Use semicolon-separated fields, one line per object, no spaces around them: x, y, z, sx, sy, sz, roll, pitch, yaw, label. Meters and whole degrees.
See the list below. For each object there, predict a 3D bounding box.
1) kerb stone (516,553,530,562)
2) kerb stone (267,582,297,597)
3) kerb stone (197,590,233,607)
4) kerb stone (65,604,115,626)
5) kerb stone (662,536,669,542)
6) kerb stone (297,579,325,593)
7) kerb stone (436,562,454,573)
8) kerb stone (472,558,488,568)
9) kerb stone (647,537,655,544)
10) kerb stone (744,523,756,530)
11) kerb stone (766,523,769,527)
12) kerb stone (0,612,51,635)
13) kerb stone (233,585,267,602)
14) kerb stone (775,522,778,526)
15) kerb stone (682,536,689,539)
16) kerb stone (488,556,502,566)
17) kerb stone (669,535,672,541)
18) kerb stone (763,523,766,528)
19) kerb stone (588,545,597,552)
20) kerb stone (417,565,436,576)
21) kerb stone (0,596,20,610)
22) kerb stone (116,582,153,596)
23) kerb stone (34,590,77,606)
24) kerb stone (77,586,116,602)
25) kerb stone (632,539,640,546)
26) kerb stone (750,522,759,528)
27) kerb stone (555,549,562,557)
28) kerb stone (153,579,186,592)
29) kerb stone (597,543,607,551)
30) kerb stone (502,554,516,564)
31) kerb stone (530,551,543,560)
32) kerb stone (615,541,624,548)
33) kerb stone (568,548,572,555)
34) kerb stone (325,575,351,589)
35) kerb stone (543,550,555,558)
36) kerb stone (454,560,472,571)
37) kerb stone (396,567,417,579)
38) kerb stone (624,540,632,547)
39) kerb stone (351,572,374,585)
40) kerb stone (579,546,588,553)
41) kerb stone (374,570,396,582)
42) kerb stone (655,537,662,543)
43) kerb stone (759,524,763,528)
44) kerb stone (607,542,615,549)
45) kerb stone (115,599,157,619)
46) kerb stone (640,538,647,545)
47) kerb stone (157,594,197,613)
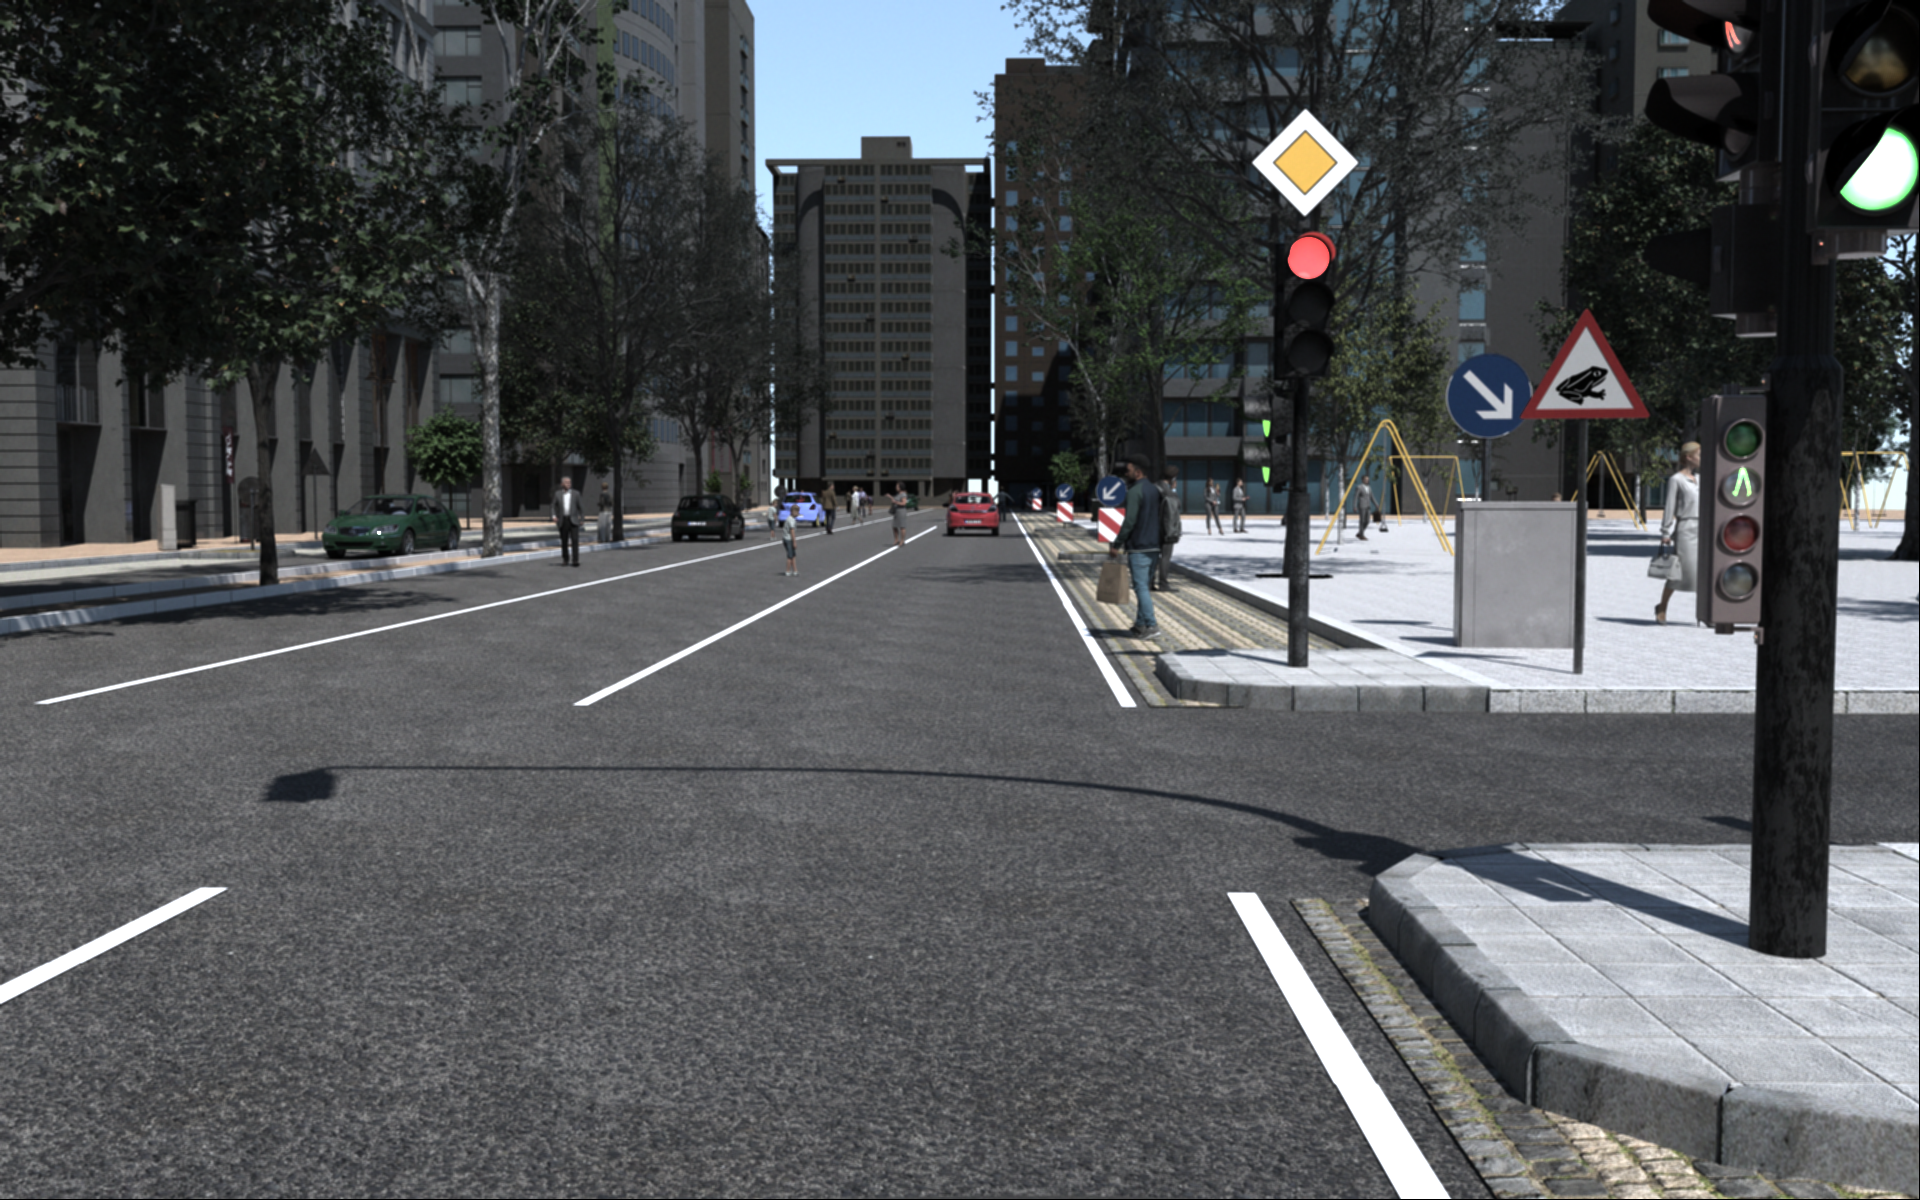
-9.380;-0.891;36.760;0.120;0.150;1.000;0;4;1;kerb stone
-9.670;-0.139;24.462;0.120;0.150;1.000;0;4;1;kerb stone
-9.721;-0.013;22.412;0.120;0.150;1.000;0;4;1;kerb stone
-9.788;0.174;19.344;0.120;0.150;1.000;0;4;1;kerb stone
-9.009;-1.825;52.143;0.120;0.150;1.000;0;4;1;kerb stone
-9.643;-0.202;25.494;0.120;0.150;1.000;0;4;1;kerb stone
-9.503;-0.573;31.637;0.120;0.150;1.000;0;4;1;kerb stone
-9.445;-0.703;33.683;0.120;0.150;1.000;0;4;1;kerb stone
-9.061;-1.706;50.095;0.120;0.150;1.000;0;4;1;kerb stone
-8.561;-2.960;70.622;0.120;0.150;1.000;0;4;1;kerb stone
-8.469;-3.212;74.710;0.120;0.150;1.000;0;4;1;kerb stone
-9.822;0.237;18.322;0.120;0.150;1.000;0;4;1;kerb stone
-9.689;-0.070;23.437;0.120;0.150;1.000;0;4;1;kerb stone
-8.401;-3.400;77.790;0.120;0.150;1.000;0;4;1;kerb stone
-8.904;-2.082;56.230;0.120;0.150;1.000;0;4;1;kerb stone
-9.426;-0.762;34.706;0.120;0.150;1.000;0;4;1;kerb stone
-8.986;-1.890;53.165;0.120;0.150;1.000;0;4;1;kerb stone
-8.495;-3.149;73.688;0.120;0.150;1.000;0;4;1;kerb stone
-9.232;-1.268;42.924;0.120;0.150;1.000;0;4;1;kerb stone
-9.525;-0.515;30.612;0.120;0.150;1.000;0;4;1;kerb stone
-11.842;0.046;21.452;0.120;0.150;1.000;0;4;1;kerb stone
-11.773;-0.143;24.525;0.120;0.150;1.000;0;4;1;kerb stone
-11.823;-0.017;22.474;0.120;0.150;1.000;0;4;1;kerb stone
-11.800;-0.080;23.496;0.120;0.150;1.000;0;4;1;kerb stone
-9.111;-1.581;48.046;0.120;0.150;1.000;0;4;1;kerb stone
-8.545;-3.024;71.644;0.120;0.150;1.000;0;4;1;kerb stone
-9.305;-1.076;39.846;0.120;0.150;1.000;0;4;1;kerb stone
-11.752;-0.205;25.548;0.120;0.150;1.000;0;4;1;kerb stone
-9.201;-1.328;43.946;0.120;0.150;1.000;0;4;1;kerb stone
-9.408;-0.828;35.737;0.120;0.150;1.000;0;4;1;kerb stone
-9.348;-0.954;37.787;0.120;0.150;1.000;0;4;1;kerb stone
-9.155;-1.452;45.990;0.120;0.150;1.000;0;4;1;kerb stone
-9.281;-1.142;40.872;0.120;0.150;1.000;0;4;1;kerb stone
-9.619;-0.259;26.519;0.120;0.150;1.000;0;4;1;kerb stone
-9.331;-1.017;38.816;0.120;0.150;1.000;0;4;1;kerb stone
-9.471;-0.640;32.662;0.120;0.150;1.000;0;4;1;kerb stone
-9.552;-0.450;29.590;0.120;0.150;1.000;0;4;1;kerb stone
-9.133;-1.518;47.012;0.120;0.150;1.000;0;4;1;kerb stone
-9.599;-0.327;27.541;0.120;0.150;1.000;0;4;1;kerb stone
-9.250;-1.205;41.902;0.120;0.150;1.000;0;4;1;kerb stone
-9.574;-0.389;28.564;0.120;0.150;1.000;0;4;1;kerb stone
-9.033;-1.769;51.117;0.120;0.150;1.000;0;4;1;kerb stone
-8.513;-3.085;72.666;0.120;0.150;1.000;0;4;1;kerb stone
-9.183;-1.393;44.968;0.120;0.150;1.000;0;4;1;kerb stone
-9.773;0.112;20.366;0.120;0.150;1.000;0;4;1;kerb stone
-9.088;-1.643;49.068;0.120;0.150;1.000;0;4;1;kerb stone
-9.747;0.050;21.390;0.120;0.150;1.000;0;4;1;kerb stone
